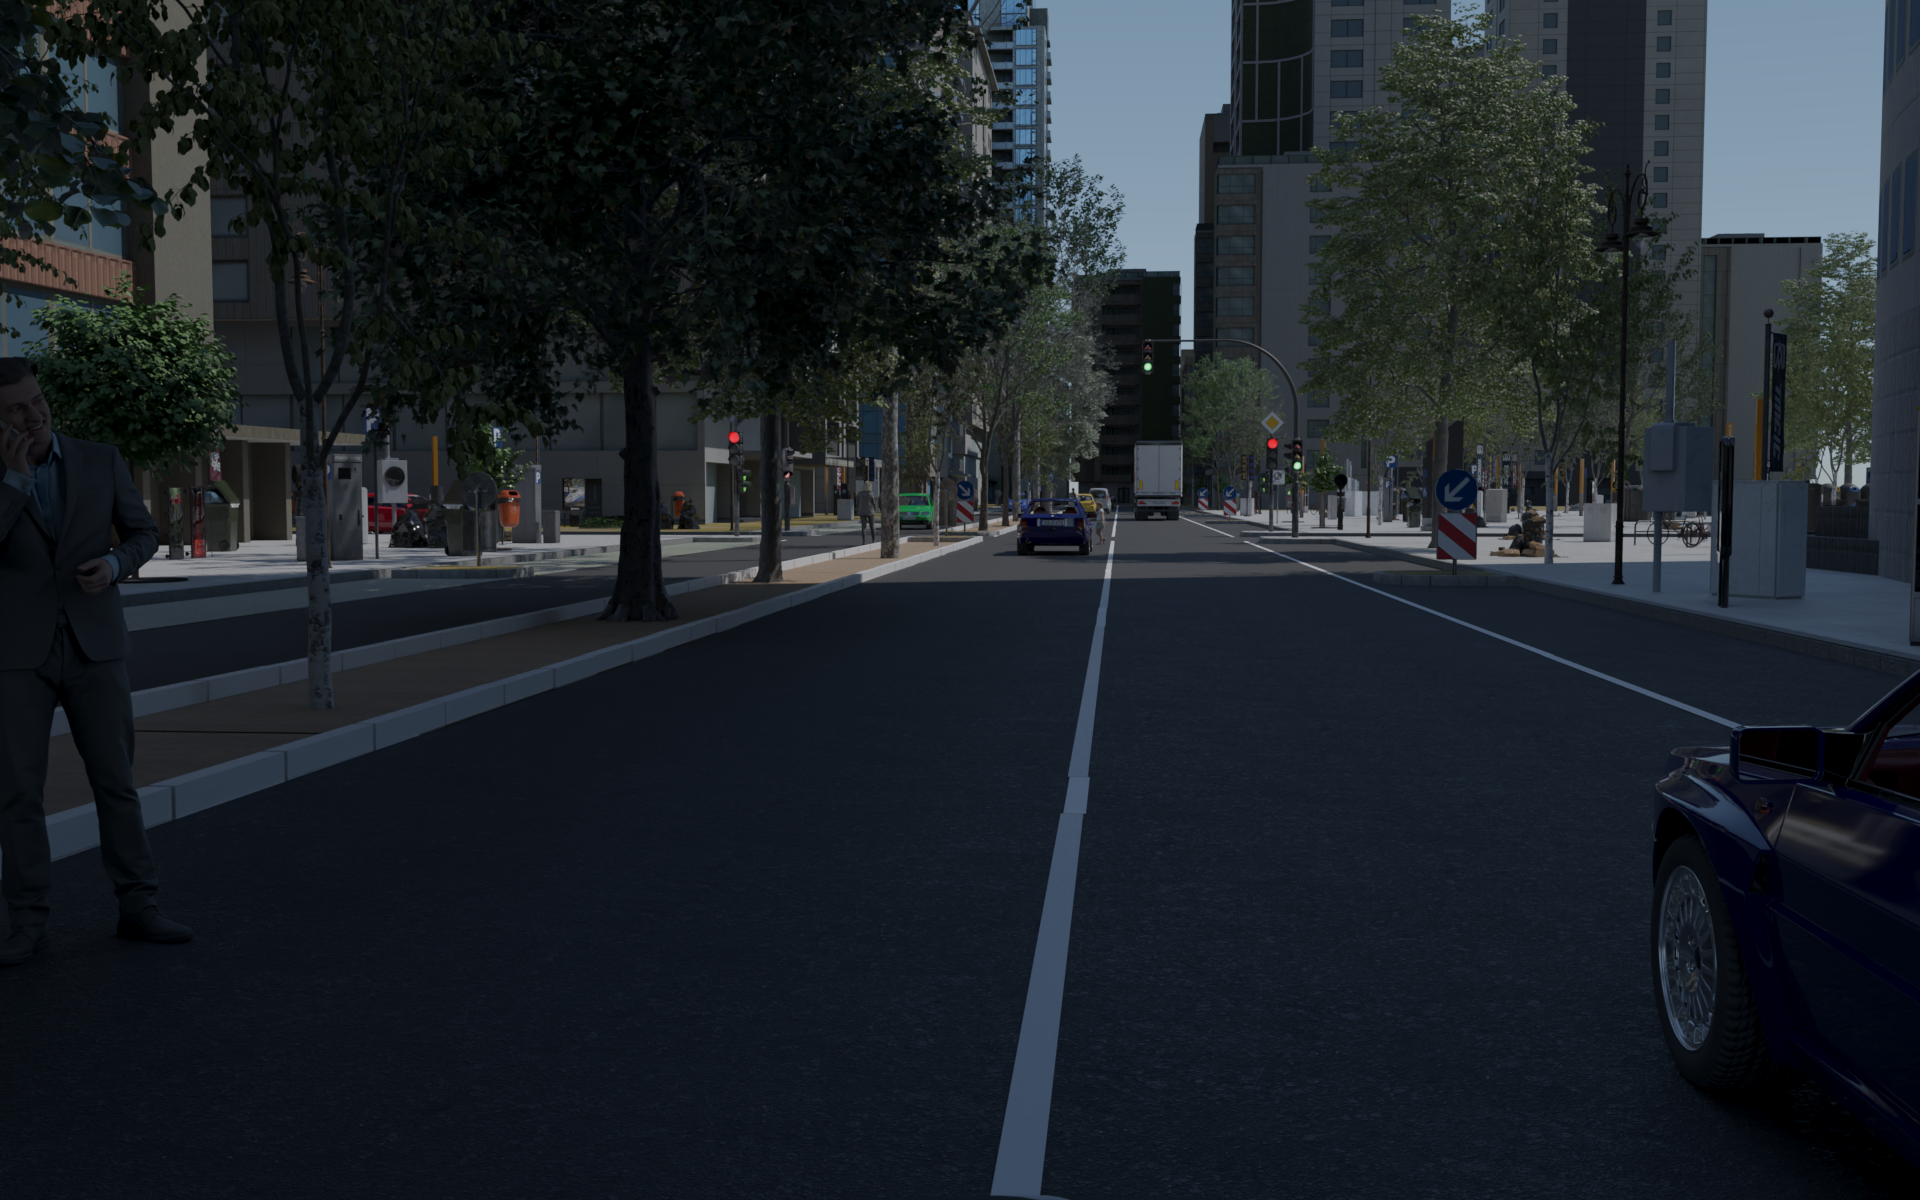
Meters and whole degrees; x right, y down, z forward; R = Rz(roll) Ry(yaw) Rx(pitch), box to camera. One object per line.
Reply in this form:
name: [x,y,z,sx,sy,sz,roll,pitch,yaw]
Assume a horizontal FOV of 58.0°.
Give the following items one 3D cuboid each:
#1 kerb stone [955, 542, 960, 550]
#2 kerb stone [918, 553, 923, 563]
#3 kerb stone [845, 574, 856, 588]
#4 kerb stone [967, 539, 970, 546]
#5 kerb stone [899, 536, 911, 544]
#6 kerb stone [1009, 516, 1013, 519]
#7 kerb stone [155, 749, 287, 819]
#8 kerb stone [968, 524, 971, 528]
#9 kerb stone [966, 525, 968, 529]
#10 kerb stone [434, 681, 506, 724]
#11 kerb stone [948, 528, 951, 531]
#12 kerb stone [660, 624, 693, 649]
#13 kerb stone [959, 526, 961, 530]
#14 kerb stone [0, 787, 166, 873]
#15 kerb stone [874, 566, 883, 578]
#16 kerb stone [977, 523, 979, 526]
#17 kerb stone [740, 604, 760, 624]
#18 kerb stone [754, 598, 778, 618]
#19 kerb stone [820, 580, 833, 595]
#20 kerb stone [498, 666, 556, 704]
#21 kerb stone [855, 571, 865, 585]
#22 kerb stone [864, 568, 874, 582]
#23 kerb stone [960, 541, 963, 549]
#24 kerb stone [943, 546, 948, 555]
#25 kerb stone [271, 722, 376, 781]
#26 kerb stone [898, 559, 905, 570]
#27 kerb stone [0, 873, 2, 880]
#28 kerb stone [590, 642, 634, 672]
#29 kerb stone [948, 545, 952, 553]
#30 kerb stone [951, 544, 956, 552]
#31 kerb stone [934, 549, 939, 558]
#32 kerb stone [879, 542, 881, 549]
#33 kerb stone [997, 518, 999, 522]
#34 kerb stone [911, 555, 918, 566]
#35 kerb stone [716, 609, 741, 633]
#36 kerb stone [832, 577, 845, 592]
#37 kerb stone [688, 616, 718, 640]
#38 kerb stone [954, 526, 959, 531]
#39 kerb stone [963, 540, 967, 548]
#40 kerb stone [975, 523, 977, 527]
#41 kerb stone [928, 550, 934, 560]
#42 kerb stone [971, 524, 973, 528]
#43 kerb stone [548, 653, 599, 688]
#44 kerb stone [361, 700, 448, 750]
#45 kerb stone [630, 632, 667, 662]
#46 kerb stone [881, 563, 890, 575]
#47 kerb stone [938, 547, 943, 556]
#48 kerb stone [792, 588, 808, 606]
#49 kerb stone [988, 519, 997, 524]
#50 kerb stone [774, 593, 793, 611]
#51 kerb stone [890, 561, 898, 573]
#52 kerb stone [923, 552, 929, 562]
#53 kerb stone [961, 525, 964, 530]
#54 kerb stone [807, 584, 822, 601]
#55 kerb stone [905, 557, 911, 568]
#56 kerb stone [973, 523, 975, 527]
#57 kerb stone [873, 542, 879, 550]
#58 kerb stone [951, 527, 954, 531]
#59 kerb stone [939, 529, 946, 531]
kerb stone: [-0.174,-1.327,43.905,0.120,0.150,1.000,0,4,5]
kerb stone: [-0.930,-0.827,35.723,0.120,0.150,1.000,0,4,5]
kerb stone: [-1.773,-0.266,26.537,0.120,0.150,1.000,0,4,5]
kerb stone: [0.109,-1.515,46.967,0.120,0.150,1.000,0,4,5]
kerb stone: [-1.619,-1.776,51.227,0.120,0.150,1.000,0,4,5]
kerb stone: [3.139,-4.929,102.778,0.120,0.150,1.000,0,4,5]
kerb stone: [-3.466,0.861,8.124,0.120,0.150,1.000,0,4,5]
kerb stone: [0.228,-2.993,71.135,0.120,0.150,1.000,0,4,5]
kerb stone: [0.119,-2.930,70.108,0.120,0.150,1.000,0,4,5]
kerb stone: [-3.190,0.672,11.206,0.120,0.150,1.000,0,4,5]
kerb stone: [-0.535,-2.493,62.953,0.120,0.150,1.000,0,4,5]
kerb stone: [-2.720,0.359,16.329,0.120,0.150,1.000,0,4,5]
kerb stone: [-0.153,-2.743,67.046,0.120,0.150,1.000,0,4,5]
kerb stone: [-3.564,0.925,7.107,0.120,0.150,1.000,0,4,5]
kerb stone: [-1.494,-0.447,29.597,0.120,0.150,1.000,0,4,5]
kerb stone: [0.597,-3.237,75.221,0.120,0.150,1.000,0,4,5]
kerb stone: [-2.431,0.179,19.388,0.120,0.150,1.000,0,4,5]
kerb stone: [-2.339,0.109,20.416,0.120,0.150,1.000,0,4,5]
kerb stone: [-1.973,-0.140,24.491,0.120,0.150,1.000,0,4,5]
kerb stone: [-3.096,0.612,12.236,0.120,0.150,1.000,0,4,5]
kerb stone: [-1.678,-0.328,27.555,0.120,0.150,1.000,0,4,5]
kerb stone: [-1.588,-0.390,28.576,0.120,0.150,1.000,0,4,5]
kerb stone: [-0.081,-1.390,44.923,0.120,0.150,1.000,0,4,5]
kerb stone: [-0.446,-1.140,40.830,0.120,0.150,1.000,0,4,5]
kerb stone: [-3.374,0.798,9.156,0.120,0.150,1.000,0,4,5]
kerb stone: [-1.209,-0.635,32.657,0.120,0.150,1.000,0,4,5]
kerb stone: [-3.657,0.985,6.089,0.120,0.150,1.000,0,4,5]
kerb stone: [-2.911,0.485,14.274,0.120,0.150,1.000,0,4,5]
kerb stone: [-0.369,-1.202,41.856,0.120,0.150,1.000,0,4,5]
kerb stone: [-0.273,-1.260,42.886,0.120,0.150,1.000,0,4,5]
kerb stone: [-0.645,-1.015,38.796,0.120,0.150,1.000,0,4,5]
kerb stone: [-2.171,-1.401,45.105,0.120,0.150,1.000,0,4,5]
kerb stone: [1.724,-3.993,87.481,0.120,0.150,1.000,0,4,5]
kerb stone: [-1.016,-0.761,34.703,0.120,0.150,1.000,0,4,5]
kerb stone: [-2.515,0.234,18.364,0.120,0.150,1.000,0,4,5]
kerb stone: [-1.874,-0.203,25.512,0.120,0.150,1.000,0,4,5]
kerb stone: [-2.623,0.297,17.348,0.120,0.150,1.000,0,4,5]
kerb stone: [-0.250,-2.680,66.022,0.120,0.150,1.000,0,4,5]
kerb stone: [0.015,-1.452,45.941,0.120,0.150,1.000,0,4,5]
kerb stone: [0.507,-3.179,74.197,0.120,0.150,1.000,0,4,5]
kerb stone: [-0.739,-0.947,37.765,0.120,0.150,1.000,0,4,5]
kerb stone: [0.320,-3.056,72.158,0.120,0.150,1.000,0,4,5]
kerb stone: [-2.991,0.547,13.255,0.120,0.150,1.000,0,4,5]
kerb stone: [-3.278,0.735,10.180,0.120,0.150,1.000,0,4,5]
kerb stone: [-2.800,0.424,15.302,0.120,0.150,1.000,0,4,5]
kerb stone: [-1.400,-0.515,30.614,0.120,0.150,1.000,0,4,5]
kerb stone: [-0.552,-1.078,39.814,0.120,0.150,1.000,0,4,5]
kerb stone: [-2.148,-0.014,22.453,0.120,0.150,1.000,0,4,5]
kerb stone: [1.637,-3.929,86.458,0.120,0.150,1.000,0,4,5]
kerb stone: [-2.250,0.046,21.436,0.120,0.150,1.000,0,4,5]
kerb stone: [-1.306,-0.577,31.637,0.120,0.150,1.000,0,4,5]
kerb stone: [-0.831,-0.890,36.746,0.120,0.150,1.000,0,4,5]
kerb stone: [-0.060,-2.806,68.067,0.120,0.150,1.000,0,4,5]
kerb stone: [-2.051,-0.078,23.471,0.120,0.150,1.000,0,4,5]
kerb stone: [-1.113,-0.699,33.686,0.120,0.150,1.000,0,4,5]
kerb stone: [0.415,-3.116,73.178,0.120,0.150,1.000,0,4,5]
kerb stone: [-2.263,-1.339,44.087,0.120,0.150,1.000,0,4,5]
kerb stone: [-0.437,-2.555,63.971,0.120,0.150,1.000,0,4,5]
kerb stone: [-0.619,-2.431,61.935,0.120,0.150,1.000,0,4,5]
